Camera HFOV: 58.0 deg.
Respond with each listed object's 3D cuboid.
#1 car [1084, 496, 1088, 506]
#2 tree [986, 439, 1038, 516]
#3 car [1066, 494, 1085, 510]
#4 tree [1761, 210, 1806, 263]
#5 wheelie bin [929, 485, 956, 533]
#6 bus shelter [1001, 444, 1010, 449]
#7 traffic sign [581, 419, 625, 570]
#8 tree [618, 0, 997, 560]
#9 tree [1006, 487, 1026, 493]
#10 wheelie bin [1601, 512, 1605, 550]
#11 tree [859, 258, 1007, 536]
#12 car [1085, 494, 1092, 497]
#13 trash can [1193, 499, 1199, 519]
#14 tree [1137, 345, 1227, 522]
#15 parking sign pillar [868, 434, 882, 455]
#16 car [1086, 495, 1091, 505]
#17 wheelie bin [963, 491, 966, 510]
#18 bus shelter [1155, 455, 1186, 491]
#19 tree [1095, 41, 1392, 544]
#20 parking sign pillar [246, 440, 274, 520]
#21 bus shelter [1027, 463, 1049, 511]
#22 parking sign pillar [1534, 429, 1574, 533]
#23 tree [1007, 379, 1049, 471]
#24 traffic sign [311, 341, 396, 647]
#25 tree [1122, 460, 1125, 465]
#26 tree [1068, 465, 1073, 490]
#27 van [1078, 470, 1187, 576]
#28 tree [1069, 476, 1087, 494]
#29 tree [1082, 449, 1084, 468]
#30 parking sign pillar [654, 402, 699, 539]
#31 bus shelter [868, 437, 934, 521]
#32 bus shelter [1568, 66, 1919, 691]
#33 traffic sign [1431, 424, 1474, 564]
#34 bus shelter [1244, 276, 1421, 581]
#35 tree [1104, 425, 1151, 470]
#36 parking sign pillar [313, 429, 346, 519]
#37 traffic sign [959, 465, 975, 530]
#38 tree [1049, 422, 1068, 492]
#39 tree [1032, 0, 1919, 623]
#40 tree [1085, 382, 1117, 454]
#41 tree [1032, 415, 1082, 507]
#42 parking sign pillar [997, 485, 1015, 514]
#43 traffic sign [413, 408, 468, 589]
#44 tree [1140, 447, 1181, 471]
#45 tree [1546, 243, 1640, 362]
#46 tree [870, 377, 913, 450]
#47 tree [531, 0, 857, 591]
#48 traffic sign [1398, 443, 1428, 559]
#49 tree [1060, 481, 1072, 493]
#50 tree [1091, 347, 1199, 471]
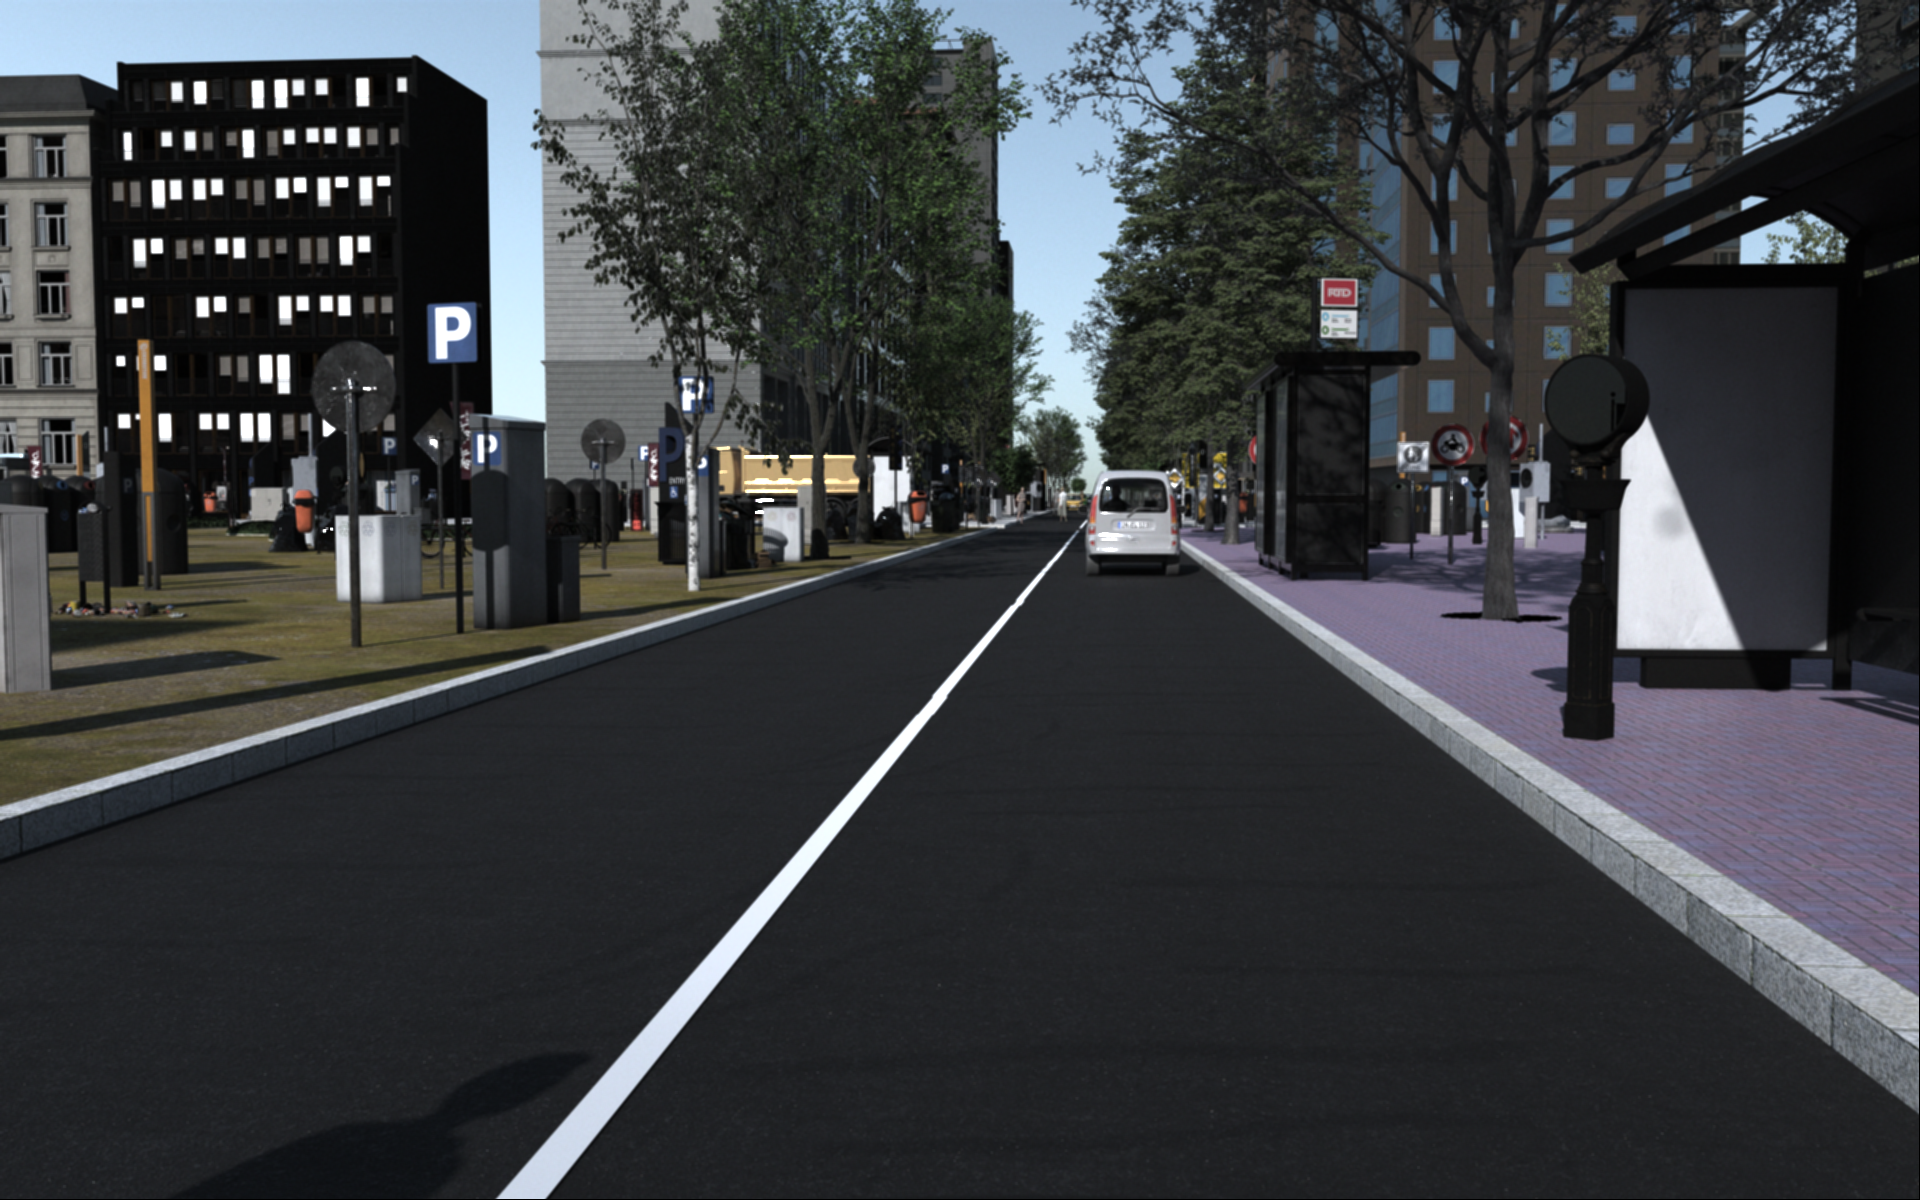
[{"bbox_3d":[12.333,-10.429,179.313,1.959,1.807,4.718,0,4,7],"label":"car"},{"bbox_3d":[3.084,-7.220,101.757,4.285,4.588,4.351,0,3,0],"label":"tree"},{"bbox_3d":[9.121,-7.931,139.891,2.015,1.641,3.980,0,4,3],"label":"car"},{"bbox_3d":[18.881,-5.387,38.440,4.737,8.622,4.395,0,3,0],"label":"tree"},{"bbox_3d":[-0.574,-3.051,57.790,0.980,1.594,0.693,3,5,41],"label":"wheelie bin"},{"bbox_3d":[4.611,-10.073,142.320,2.179,5.291,8.768,0,4,5],"label":"bus shelter"},{"bbox_3d":[-6.053,-1.790,29.378,0.768,2.556,0.104,0,4,5],"label":"traffic sign"},{"bbox_3d":[-2.656,-6.621,34.011,9.928,11.665,9.643,0,3,0],"label":"tree"},{"bbox_3d":[3.455,-7.053,109.919,1.663,3.219,1.824,0,3,0],"label":"tree"},{"bbox_3d":[14.804,-1.937,39.579,0.693,1.594,0.980,-1,4,-12],"label":"wheelie bin"},{"bbox_3d":[-1.258,-6.296,53.300,4.737,8.622,4.395,0,3,0],"label":"tree"},{"bbox_3d":[16.402,-12.895,221.061,2.015,1.641,3.980,0,4,4],"label":"car"},{"bbox_3d":[14.017,-5.459,100.908,0.748,1.137,0.748,0,3,0],"label":"trash can"},{"bbox_3d":[10.448,-7.937,80.136,4.360,8.622,3.978,0,3,0],"label":"tree"},{"bbox_3d":[-4.089,-5.458,77.706,1.447,3.967,1.447,1,4,16],"label":"parking sign pillar"},{"bbox_3d":[14.250,-11.305,197.423,1.945,1.354,3.894,0,4,3],"label":"car"},{"bbox_3d":[0.065,-7.923,137.441,0.693,1.594,0.980,-3,5,-41],"label":"wheelie bin"},{"bbox_3d":[12.910,-7.016,105.990,1.731,3.624,6.357,0,4,5],"label":"bus shelter"},{"bbox_3d":[7.116,-7.718,44.315,7.486,12.596,7.792,0,3,0],"label":"tree"},{"bbox_3d":[-34.682,-5.962,85.950,1.447,3.967,1.447,1,4,23],"label":"parking sign pillar"},{"bbox_3d":[5.828,-8.619,132.198,1.731,3.624,6.357,0,4,5],"label":"bus shelter"},{"bbox_3d":[19.673,-4.224,57.529,1.447,3.967,1.447,-2,4,-26],"label":"parking sign pillar"},{"bbox_3d":[1.543,-8.851,95.074,4.737,8.622,4.395,0,3,0],"label":"tree"},{"bbox_3d":[-5.059,-0.877,14.440,0.768,2.556,0.104,1,4,11],"label":"traffic sign"},{"bbox_3d":[23.385,-17.237,232.184,4.737,8.622,4.395,0,3,0],"label":"tree"},{"bbox_3d":[13.909,-17.628,238.586,4.737,8.622,4.395,0,3,0],"label":"tree"},{"bbox_3d":[3.157,-1.511,31.717,2.013,2.044,4.112,0,4,5],"label":"van"},{"bbox_3d":[20.750,-19.643,304.871,4.285,4.588,4.351,0,3,0],"label":"tree"},{"bbox_3d":[13.303,-16.236,215.816,4.360,8.622,3.978,0,3,0],"label":"tree"},{"bbox_3d":[-8.189,-3.789,50.417,1.447,3.967,1.447,3,5,39],"label":"parking sign pillar"},{"bbox_3d":[-2.242,-4.282,63.933,2.014,3.302,5.546,0,4,5],"label":"bus shelter"},{"bbox_3d":[4.849,-0.913,8.850,2.014,3.302,5.546,0,4,5],"label":"bus shelter"},{"bbox_3d":[8.947,-1.922,31.528,0.768,2.556,0.104,0,4,7],"label":"traffic sign"},{"bbox_3d":[6.077,-3.185,29.706,2.179,5.291,8.768,0,4,5],"label":"bus shelter"},{"bbox_3d":[21.426,-16.669,206.946,8.767,10.594,7.601,-1,4,-12],"label":"tree"},{"bbox_3d":[-24.333,-4.785,66.709,1.447,3.967,1.447,2,4,30],"label":"parking sign pillar"},{"bbox_3d":[0.242,-3.616,61.249,0.606,2.300,0.079,1,4,14],"label":"traffic sign"},{"bbox_3d":[7.624,-13.316,168.072,4.737,8.622,4.395,0,3,0],"label":"tree"},{"bbox_3d":[5.397,-6.543,17.347,12.009,13.543,11.850,0,3,0],"label":"tree"},{"bbox_3d":[27.194,-26.437,288.131,12.611,20.169,13.585,0,3,0],"label":"tree"},{"bbox_3d":[8.331,-12.838,160.263,4.360,8.622,3.978,0,3,0],"label":"tree"},{"bbox_3d":[3.119,-7.698,114.335,1.447,3.967,1.447,2,4,32],"label":"parking sign pillar"},{"bbox_3d":[-6.999,-1.355,23.338,0.795,2.450,0.064,1,4,11],"label":"traffic sign"},{"bbox_3d":[13.662,-8.079,115.806,4.285,4.588,4.351,0,3,0],"label":"tree"},{"bbox_3d":[19.013,-6.113,50.315,4.737,8.622,4.395,0,3,0],"label":"tree"},{"bbox_3d":[-4.766,-9.303,102.465,4.360,8.622,3.978,0,3,0],"label":"tree"},{"bbox_3d":[-3.470,-4.413,22.515,4.360,8.622,3.978,0,3,0],"label":"tree"},{"bbox_3d":[8.904,-1.955,34.094,0.606,2.300,0.079,0,4,7],"label":"traffic sign"},{"bbox_3d":[15.331,-15.582,249.368,1.663,3.219,1.824,0,3,0],"label":"tree"},{"bbox_3d":[14.283,-13.620,129.339,9.857,13.997,8.962,0,3,0],"label":"tree"}]
